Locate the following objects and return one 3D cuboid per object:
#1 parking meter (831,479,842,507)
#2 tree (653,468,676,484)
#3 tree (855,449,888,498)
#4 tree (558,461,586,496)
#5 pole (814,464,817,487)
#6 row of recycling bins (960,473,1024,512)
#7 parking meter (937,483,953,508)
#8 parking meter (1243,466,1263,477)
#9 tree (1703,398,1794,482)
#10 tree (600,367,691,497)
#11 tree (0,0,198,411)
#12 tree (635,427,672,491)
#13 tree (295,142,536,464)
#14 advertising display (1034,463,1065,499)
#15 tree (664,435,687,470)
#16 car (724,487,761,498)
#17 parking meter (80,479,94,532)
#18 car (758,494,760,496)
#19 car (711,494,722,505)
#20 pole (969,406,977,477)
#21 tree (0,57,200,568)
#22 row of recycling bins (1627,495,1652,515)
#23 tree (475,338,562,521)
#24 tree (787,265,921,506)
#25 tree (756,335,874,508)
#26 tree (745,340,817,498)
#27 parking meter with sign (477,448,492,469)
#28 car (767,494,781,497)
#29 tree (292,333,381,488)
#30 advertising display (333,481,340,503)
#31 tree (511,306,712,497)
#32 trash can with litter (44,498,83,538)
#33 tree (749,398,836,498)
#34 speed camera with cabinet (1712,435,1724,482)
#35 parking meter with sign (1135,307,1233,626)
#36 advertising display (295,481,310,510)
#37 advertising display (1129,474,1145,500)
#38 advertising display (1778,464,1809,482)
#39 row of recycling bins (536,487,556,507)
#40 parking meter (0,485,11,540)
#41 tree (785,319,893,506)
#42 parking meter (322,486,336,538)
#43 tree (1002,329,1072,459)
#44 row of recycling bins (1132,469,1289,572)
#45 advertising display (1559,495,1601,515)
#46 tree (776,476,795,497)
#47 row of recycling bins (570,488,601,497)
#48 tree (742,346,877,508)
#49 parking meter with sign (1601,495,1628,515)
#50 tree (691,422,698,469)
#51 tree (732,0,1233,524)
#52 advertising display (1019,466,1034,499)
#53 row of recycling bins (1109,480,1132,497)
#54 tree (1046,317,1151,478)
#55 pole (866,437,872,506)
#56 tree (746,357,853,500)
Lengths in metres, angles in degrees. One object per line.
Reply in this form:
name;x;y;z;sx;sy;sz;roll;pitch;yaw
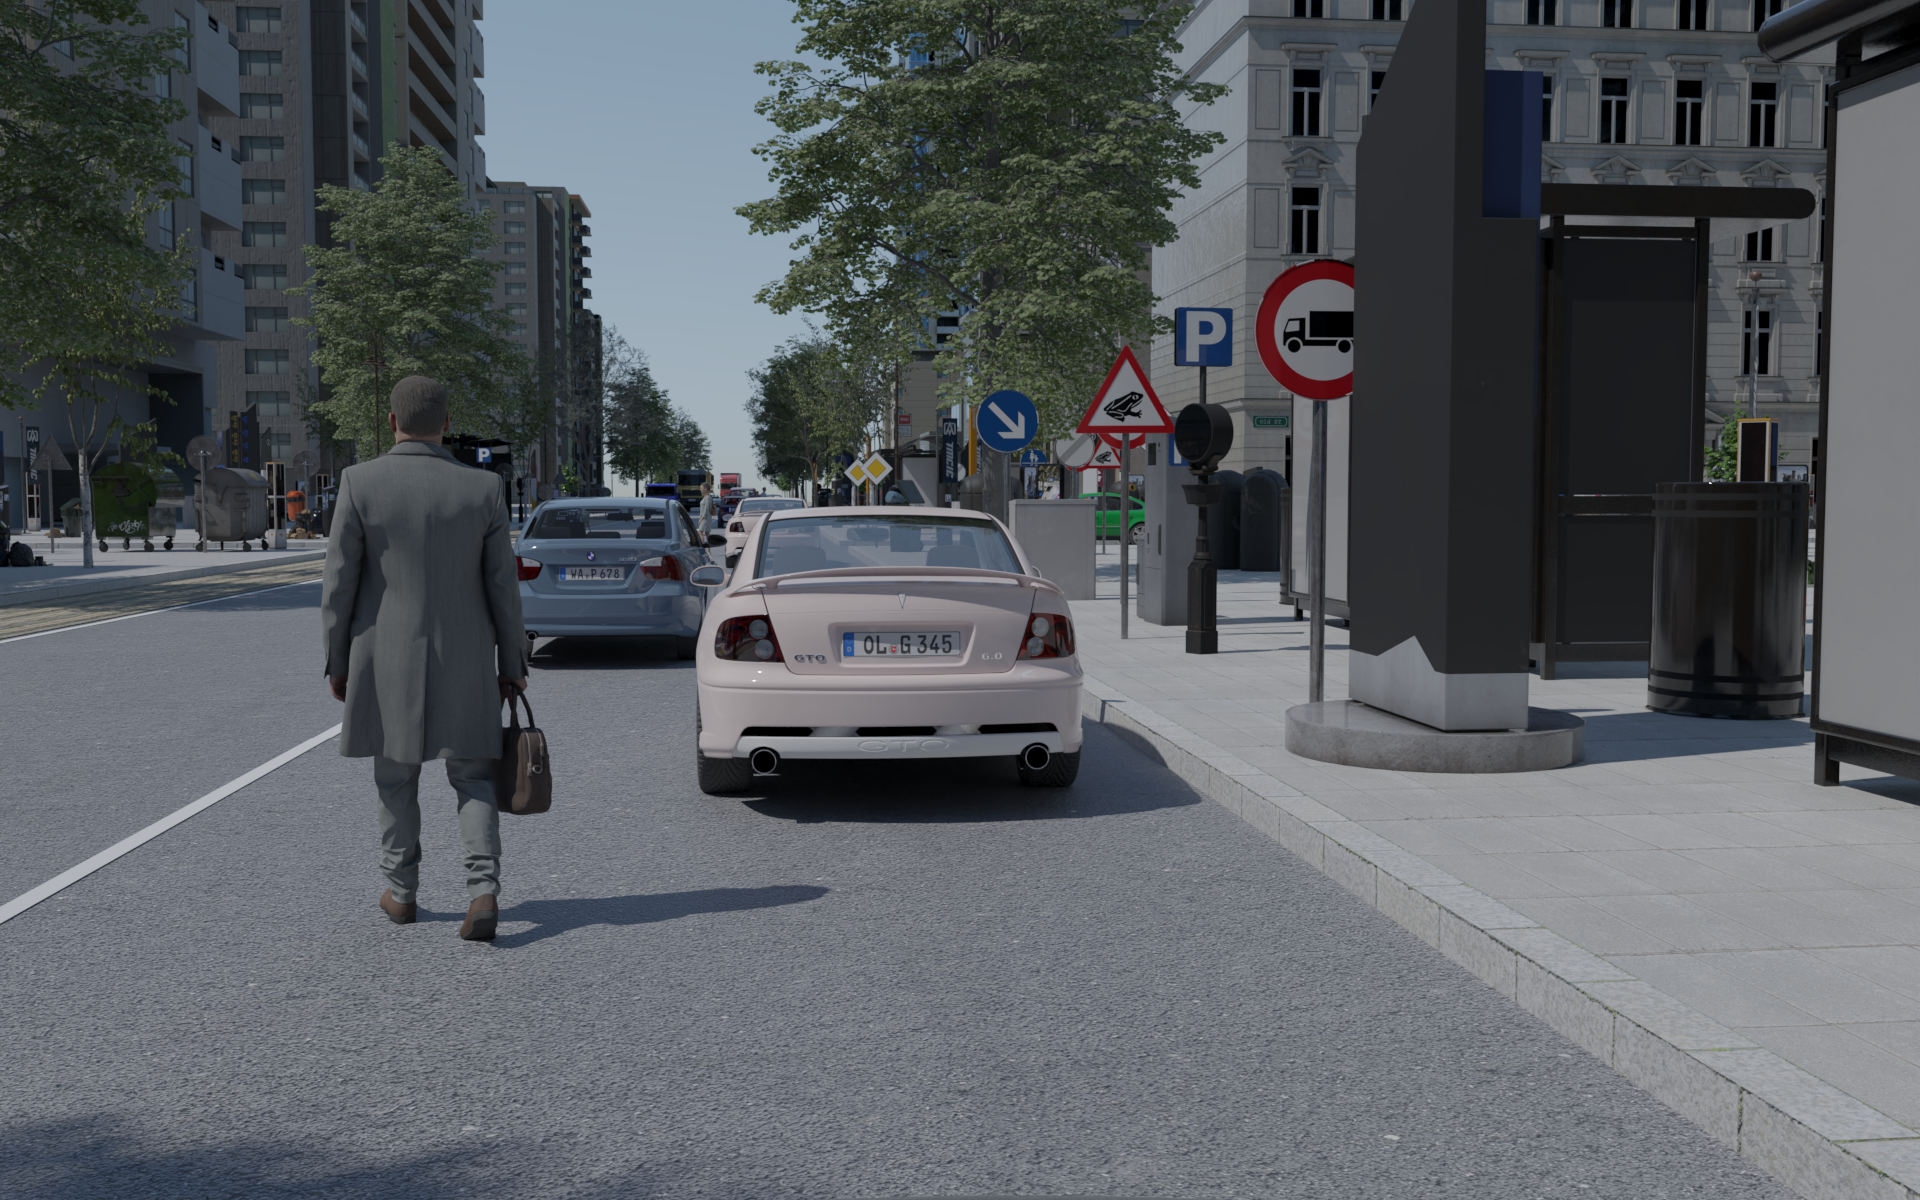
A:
parking meter;-4.697;-3.686;65.984;0.399;1.863;0.255;-3;5;-43
tree;-33.917;-13.167;198.988;4.285;4.588;4.351;0;3;0
tree;-4.141;-4.873;74.274;1.663;3.219;1.824;0;3;0
tree;-22.784;-6.469;100.377;1.663;3.219;1.824;0;3;0
pole;-9.634;-7.441;115.501;0.158;3.312;0.155;0;3;0
row of recycling bins;0.713;-1.727;35.341;1.069;1.692;3.534;1;4;11
parking meter;-0.367;-2.018;41.398;0.372;1.533;0.369;0;3;0
parking meter;6.217;-1.906;36.876;0.399;1.863;0.255;3;5;40
tree;15.773;-2.491;35.332;1.663;3.219;1.824;0;3;0
tree;-28.622;-14.434;154.124;7.486;12.596;7.792;0;3;0
tree;-13.772;-6.364;22.175;7.486;12.596;7.792;0;3;0
tree;-29.908;-13.260;167.166;4.360;8.622;3.978;0;3;0
tree;-17.753;-8.439;56.111;7.486;12.596;7.792;0;3;0
advertising display;1.916;-1.915;36.521;0.123;1.923;0.974;-2;4;-26
tree;-35.830;-16.006;212.059;4.737;8.622;4.395;0;3;0
car;-12.577;-5.624;100.622;2.281;1.827;5.304;0;4;-6
parking meter;-29.288;-3.206;58.130;0.399;1.863;0.255;-2;4;-30
car;-22.959;-11.265;193.972;2.009;1.686;4.222;0;4;-5
car;-27.713;-11.142;194.173;2.014;1.417;4.499;0;4;-8
pole;0.300;-2.834;40.181;0.158;3.312;0.155;0;3;0
tree;-14.980;-4.839;29.474;4.737;8.622;4.395;0;3;0
row of recycling bins;41.682;-5.997;105.168;1.069;1.692;3.534;-2;4;-27
tree;-20.740;-8.045;81.893;4.737;8.622;4.395;0;3;0
tree;-2.982;-6.382;54.702;4.360;8.622;3.978;0;3;0
tree;-11.479;-14.149;137.988;9.857;13.997;8.962;0;3;0
tree;-20.110;-21.867;213.411;12.611;20.169;13.585;0;3;0
parking meter with sign;-17.931;-4.166;64.377;0.543;3.016;1.738;0;4;3
car;-12.918;-6.541;118.955;2.014;1.417;4.499;0;4;-7
tree;-27.043;-7.691;76.109;4.737;8.622;4.395;0;3;0
advertising display;-31.355;-5.053;87.826;0.123;1.923;0.974;2;4;30
tree;-24.616;-12.456;114.025;12.009;13.543;11.850;0;3;0
trash can with litter;-26.189;-2.405;50.701;0.624;1.170;1.055;2;4;32
tree;-16.663;-15.833;175.882;9.611;12.733;9.660;0;3;0
speed camera with cabinet;25.780;-3.864;57.516;0.660;3.252;2.038;0;4;-7
parking meter with sign;2.130;-1.274;17.088;0.543;3.016;1.738;-1;4;-10
advertising display;-31.682;-4.788;83.497;0.123;1.923;0.974;1;4;13
advertising display;5.713;-3.164;56.950;0.974;1.923;0.123;-3;5;-45
advertising display;17.955;-1.982;37.625;0.974;1.923;0.123;-1;4;-13
row of recycling bins;-22.920;-5.414;95.634;1.069;1.692;3.534;0;4;-6
parking meter;-26.527;-2.419;47.962;0.372;1.533;0.369;0;3;0
tree;-4.462;-7.252;68.936;4.737;8.622;4.395;0;3;0
parking meter;-18.649;-2.616;51.188;0.372;1.533;0.369;0;3;0
tree;2.825;-7.536;73.575;4.737;8.622;4.395;0;3;0
row of recycling bins;4.446;-1.405;30.091;1.069;1.692;3.534;-2;4;-27
advertising display;13.301;-1.955;37.177;0.974;1.923;0.123;3;5;40
tree;-23.150;-15.115;230.835;4.285;4.588;4.351;0;3;0
row of recycling bins;-25.414;-6.775;117.892;1.069;1.692;3.534;1;4;19
tree;-9.167;-10.674;108.925;8.767;10.594;7.601;-2;4;-29
parking meter with sign;13.356;-2.386;35.274;0.543;3.016;1.738;1;4;11
tree;-33.363;-16.309;184.779;7.486;12.596;7.792;0;3;0
tree;0.380;-6.641;26.715;7.486;12.596;7.792;0;3;0
advertising display;1.562;-2.099;39.527;0.123;1.923;0.974;1;4;20
row of recycling bins;6.179;-2.719;51.570;3.534;1.692;1.069;0;4;-6
tree;5.232;-7.186;67.853;4.360;8.622;3.978;0;3;0
pole;-3.259;-4.166;61.965;0.158;3.312;0.155;0;3;0
tree;-13.842;-14.739;151.349;12.009;13.543;11.850;0;3;0
